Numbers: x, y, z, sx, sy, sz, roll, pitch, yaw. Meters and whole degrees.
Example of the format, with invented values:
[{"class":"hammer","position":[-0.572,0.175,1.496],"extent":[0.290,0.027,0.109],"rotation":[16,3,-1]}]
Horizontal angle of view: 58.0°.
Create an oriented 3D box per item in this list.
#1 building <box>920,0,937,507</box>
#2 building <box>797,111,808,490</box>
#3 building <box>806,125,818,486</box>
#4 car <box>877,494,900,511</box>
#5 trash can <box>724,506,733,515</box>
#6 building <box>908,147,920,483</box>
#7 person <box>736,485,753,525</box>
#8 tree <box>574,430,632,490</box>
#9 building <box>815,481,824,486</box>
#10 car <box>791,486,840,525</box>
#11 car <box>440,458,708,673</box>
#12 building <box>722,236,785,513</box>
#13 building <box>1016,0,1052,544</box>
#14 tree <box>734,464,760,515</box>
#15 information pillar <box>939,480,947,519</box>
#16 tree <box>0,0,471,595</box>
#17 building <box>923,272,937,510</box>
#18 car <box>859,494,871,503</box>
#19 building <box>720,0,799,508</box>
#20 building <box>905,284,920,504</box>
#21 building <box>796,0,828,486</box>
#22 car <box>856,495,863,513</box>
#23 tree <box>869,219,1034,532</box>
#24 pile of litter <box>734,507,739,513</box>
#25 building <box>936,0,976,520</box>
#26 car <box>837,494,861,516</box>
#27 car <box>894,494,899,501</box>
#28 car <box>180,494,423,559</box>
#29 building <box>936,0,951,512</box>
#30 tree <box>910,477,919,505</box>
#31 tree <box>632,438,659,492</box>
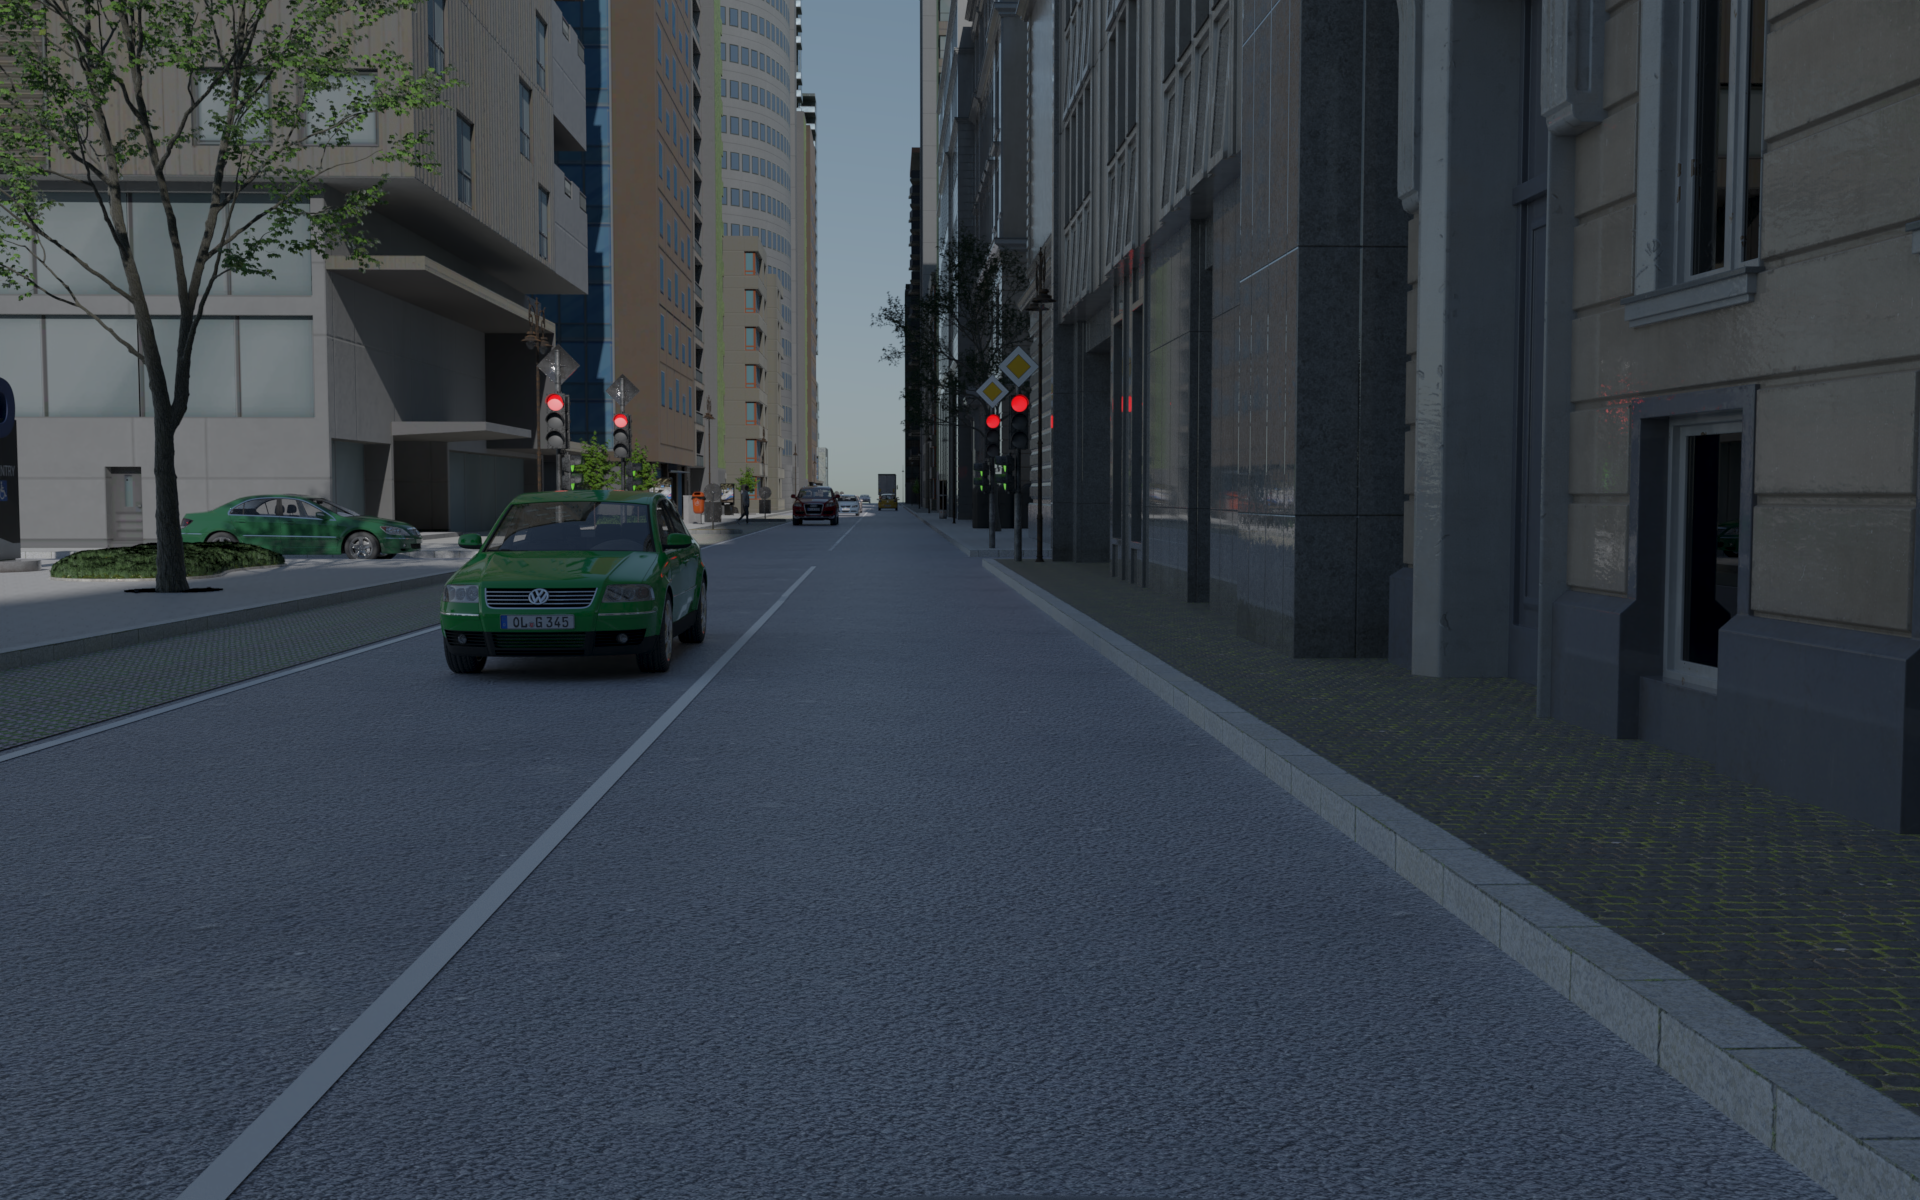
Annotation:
[{"class":"building","position":[6.396,-38.870,177.522],"extent":[21.231,58.520,28.212],"rotation":[0,4,-2]},{"class":"building","position":[-23.178,-30.319,179.309],"extent":[14.154,41.232,14.086],"rotation":[0,4,-2]},{"class":"building","position":[-24.283,-33.965,205.432],"extent":[14.600,45.320,14.200],"rotation":[0,4,-2]},{"class":"car","position":[-6.273,-8.611,151.009],"extent":[2.015,1.641,3.980],"rotation":[0,4,-1]},{"class":"trash can","position":[-14.349,-5.866,107.569],"extent":[0.748,1.137,0.748],"rotation":[0,3,0]},{"class":"building","position":[4.740,-34.332,215.952],"extent":[22.147,44.769,28.867],"rotation":[0,4,-2]},{"class":"person","position":[-10.093,-4.442,80.977],"extent":[0.795,1.843,0.661],"rotation":[0,4,1]},{"class":"tree","position":[-10.912,-3.530,52.318],"extent":[1.663,3.219,1.824],"rotation":[0,3,0]},{"class":"building","position":[-34.076,-32.560,224.244],"extent":[32.217,40.220,23.993],"rotation":[0,4,-2]},{"class":"car","position":[-6.713,-4.412,80.807],"extent":[2.281,1.827,5.304],"rotation":[0,4,-2]},{"class":"car","position":[-3.282,-0.397,15.280],"extent":[1.959,1.807,4.718],"rotation":[0,4,-3]},{"class":"building","position":[-27.943,-17.432,130.047],"extent":[27.650,21.520,28.899],"rotation":[0,4,-2]},{"class":"building","position":[11.446,-13.276,45.944],"extent":[19.941,23.489,11.050],"rotation":[0,4,-2]},{"class":"tree","position":[-13.377,-7.003,109.107],"extent":[1.663,3.219,1.824],"rotation":[0,3,0]},{"class":"information pillar","position":[-0.883,-5.236,90.100],"extent":[0.304,2.012,0.304],"rotation":[3,5,41]},{"class":"tree","position":[-10.348,-5.916,22.480],"extent":[9.928,11.665,9.643],"rotation":[0,3,0]},{"class":"building","position":[10.953,-18.643,149.859],"extent":[27.650,21.520,28.899],"rotation":[0,4,-2]},{"class":"car","position":[-14.918,-15.827,271.138],"extent":[2.083,1.381,4.827],"rotation":[0,4,-3]},{"class":"building","position":[-26.030,-37.647,157.529],"extent":[21.231,58.520,28.212],"rotation":[0,4,-2]},{"class":"building","position":[-0.597,-28.522,238.036],"extent":[14.160,30.474,14.107],"rotation":[0,4,-2]},{"class":"building","position":[-30.322,-57.398,251.132],"extent":[22.319,86.520,31.000],"rotation":[0,4,-2]},{"class":"car","position":[-8.333,-7.216,130.343],"extent":[2.083,1.381,4.827],"rotation":[0,4,-1]},{"class":"tree","position":[0.966,-7.636,59.253],"extent":[7.601,10.594,8.767],"rotation":[1,4,22]},{"class":"pile of litter","position":[-15.317,-6.131,114.212],"extent":[1.719,0.858,1.176],"rotation":[-2,4,-24]},{"class":"building","position":[4.622,-19.751,100.424],"extent":[11.434,29.767,29.804],"rotation":[0,4,-2]},{"class":"car","position":[-7.497,-6.251,114.211],"extent":[2.014,1.417,4.499],"rotation":[0,4,-2]},{"class":"car","position":[-8.715,-12.523,216.553],"extent":[2.131,1.459,4.920],"rotation":[0,4,-1]},{"class":"car","position":[-13.883,-1.515,36.563],"extent":[4.920,1.459,2.131],"rotation":[0,4,-4]},{"class":"building","position":[5.248,-27.106,126.773],"extent":[14.154,41.232,14.086],"rotation":[0,4,-2]},{"class":"tree","position":[-5.025,-12.576,200.214],"extent":[1.663,3.219,1.824],"rotation":[0,3,0]},{"class":"tree","position":[-11.101,-3.938,58.987],"extent":[1.663,3.219,1.824],"rotation":[0,3,0]}]
